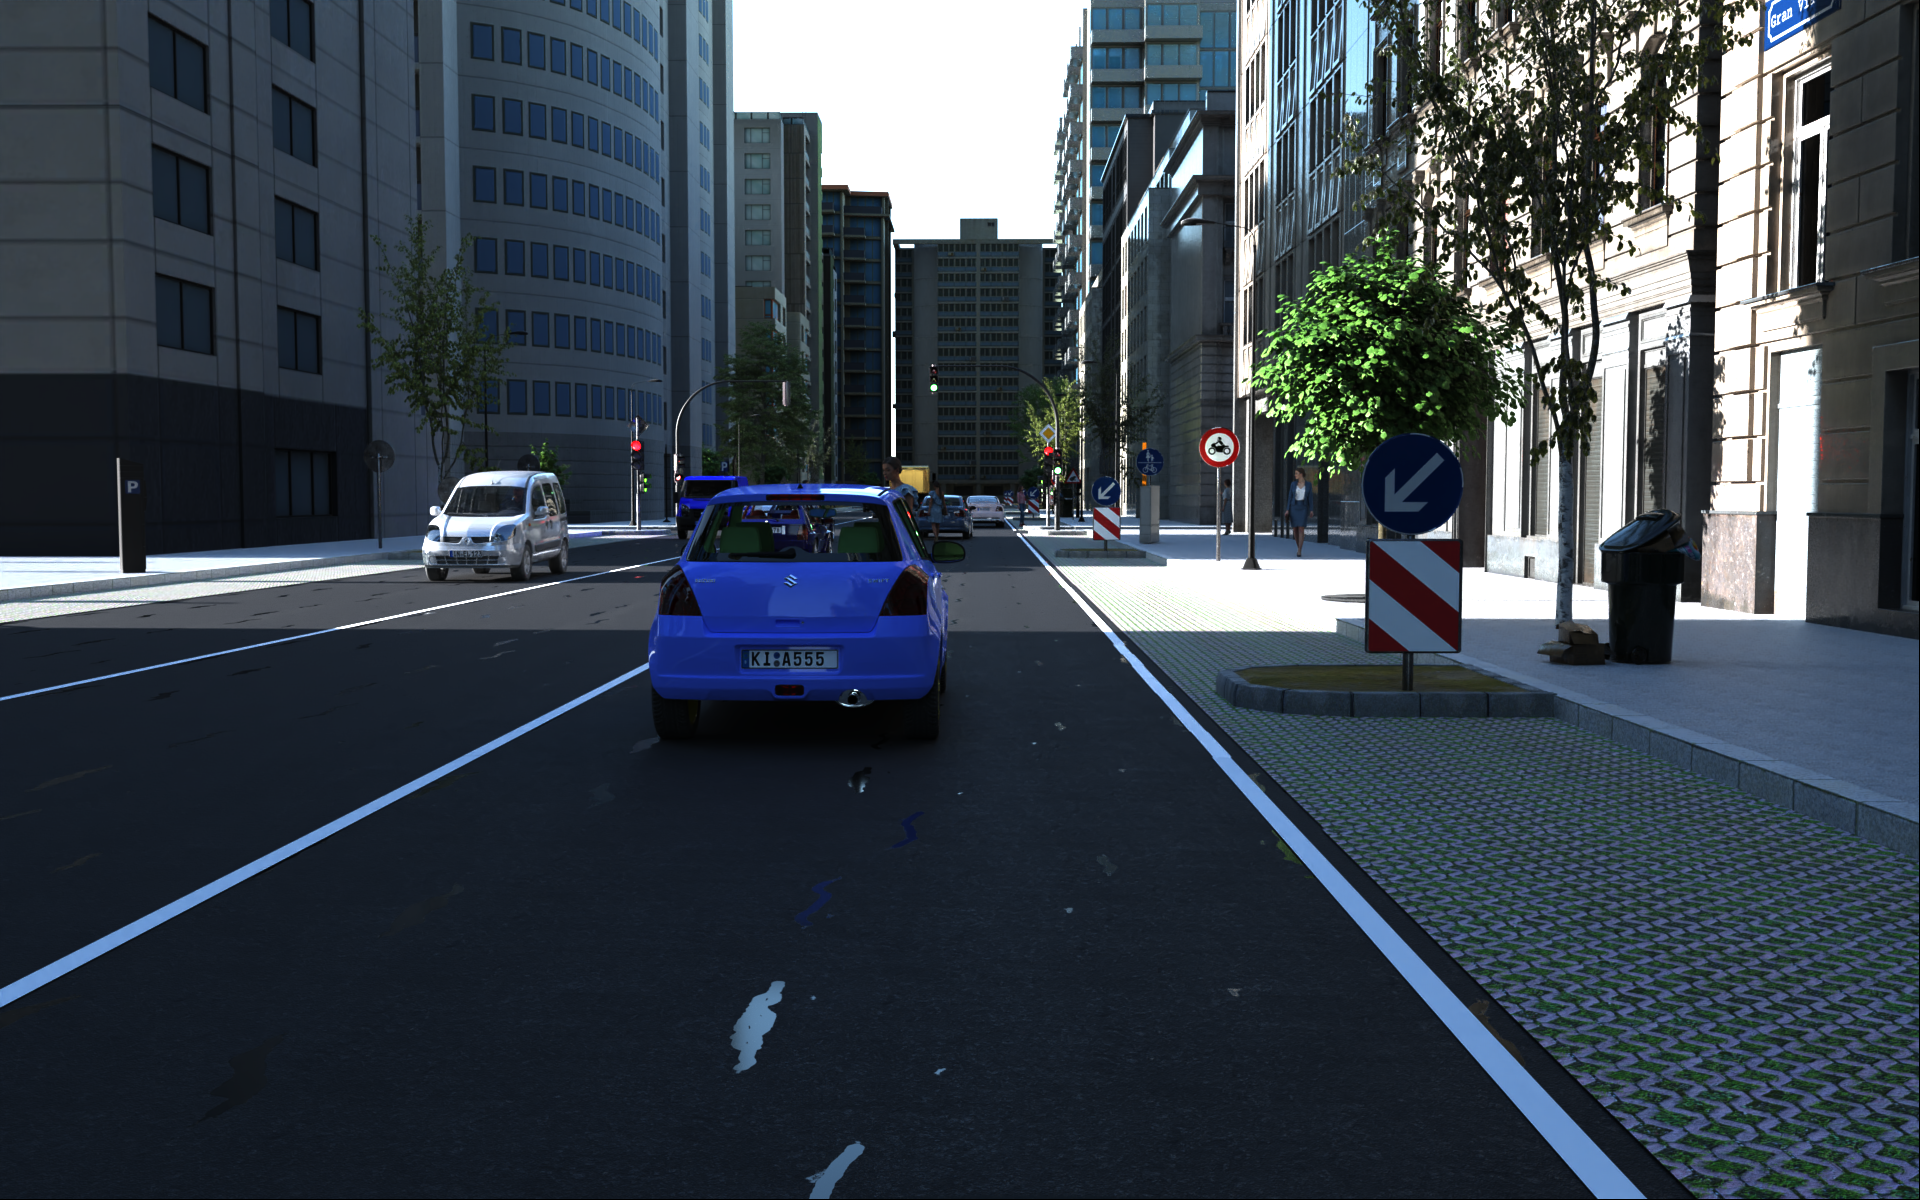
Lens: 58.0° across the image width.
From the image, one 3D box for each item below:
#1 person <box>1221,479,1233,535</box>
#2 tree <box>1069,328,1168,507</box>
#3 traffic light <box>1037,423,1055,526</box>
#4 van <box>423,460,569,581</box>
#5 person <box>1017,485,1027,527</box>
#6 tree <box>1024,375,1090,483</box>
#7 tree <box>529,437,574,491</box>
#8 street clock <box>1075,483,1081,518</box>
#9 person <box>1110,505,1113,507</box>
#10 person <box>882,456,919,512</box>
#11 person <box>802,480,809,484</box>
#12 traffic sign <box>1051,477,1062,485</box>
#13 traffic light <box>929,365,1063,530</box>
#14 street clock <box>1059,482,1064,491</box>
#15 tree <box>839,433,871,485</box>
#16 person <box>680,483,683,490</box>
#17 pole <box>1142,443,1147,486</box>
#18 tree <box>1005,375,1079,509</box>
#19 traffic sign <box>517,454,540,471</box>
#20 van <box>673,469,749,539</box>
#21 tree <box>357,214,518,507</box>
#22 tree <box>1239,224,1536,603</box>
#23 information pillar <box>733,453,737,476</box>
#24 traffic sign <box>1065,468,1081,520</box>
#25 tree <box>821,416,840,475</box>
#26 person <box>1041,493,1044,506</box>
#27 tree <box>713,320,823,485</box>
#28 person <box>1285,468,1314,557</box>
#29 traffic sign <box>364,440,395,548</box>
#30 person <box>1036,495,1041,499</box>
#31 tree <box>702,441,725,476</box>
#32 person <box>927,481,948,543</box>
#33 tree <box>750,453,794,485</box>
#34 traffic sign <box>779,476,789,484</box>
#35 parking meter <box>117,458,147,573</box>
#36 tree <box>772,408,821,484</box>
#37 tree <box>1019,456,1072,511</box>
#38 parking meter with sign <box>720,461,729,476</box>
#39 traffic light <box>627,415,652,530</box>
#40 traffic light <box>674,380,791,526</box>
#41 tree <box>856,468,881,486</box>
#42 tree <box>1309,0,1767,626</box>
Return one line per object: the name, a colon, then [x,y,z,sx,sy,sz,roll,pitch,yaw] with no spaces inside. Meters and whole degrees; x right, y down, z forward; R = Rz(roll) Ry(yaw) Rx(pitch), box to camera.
person: [8.279,-2.908,54.154,0.524,1.755,0.480,2,4,30]
tree: [6.659,-7.684,76.003,4.360,8.622,3.978,0,3,0]
traffic light: [3.505,-4.901,69.059,0.839,4.253,0.868,0,4,1]
van: [-7.963,-1.401,29.924,2.013,2.044,4.112,0,4,0]
person: [2.691,-4.105,75.633,0.388,1.821,0.555,2,4,28]
tree: [6.086,-9.544,106.412,4.737,8.622,4.395,0,3,0]
tree: [-13.921,-3.926,58.790,1.663,3.219,1.824,0,3,0]
street clock: [6.389,-5.462,93.871,0.358,2.002,0.471,0,4,-6]
person: [9.562,-6.169,109.494,0.523,1.515,0.503,0,4,-1]
person: [-0.649,-0.549,17.570,0.778,1.811,0.616,-2,4,-24]
person: [-4.388,-2.447,48.613,0.679,1.850,0.850,0,4,0]
traffic sign: [6.152,-6.725,110.053,0.768,2.556,0.104,0,4,1]
traffic light: [1.311,-5.278,60.959,4.771,5.953,1.251,0,4,1]
street clock: [5.893,-5.904,101.096,0.358,2.002,0.471,-1,4,-11]
tree: [-12.484,-15.814,208.914,4.737,8.622,4.395,0,3,0]
person: [-13.656,-4.818,84.994,0.511,1.800,0.466,-2,4,-24]
pole: [7.316,-4.574,68.632,0.158,3.312,0.155,0,3,0]
tree: [7.554,-13.765,150.805,9.928,11.665,9.643,0,3,0]
traffic sign: [-13.787,-3.380,55.374,0.768,2.556,0.104,0,4,7]
van: [-8.100,-3.232,57.225,2.240,2.365,5.245,0,4,0]
tree: [-13.653,-5.818,45.494,4.737,8.622,4.395,0,3,0]
tree: [5.049,-2.276,20.927,4.285,4.588,4.351,0,3,0]
information pillar: [-12.793,-6.548,98.421,0.183,3.616,0.504,1,4,12]
traffic sign: [5.625,-5.260,86.009,0.884,2.594,0.081,1,4,9]
tree: [-12.317,-11.857,144.228,4.360,8.622,3.978,0,3,0]
person: [9.165,-11.160,189.188,0.721,1.739,1.217,2,4,29]
tree: [-12.628,-11.945,113.424,7.486,12.596,7.792,0,3,0]
person: [7.012,-1.808,35.635,0.581,1.822,0.654,2,4,32]
traffic sign: [-13.706,-2.494,40.877,0.768,2.556,0.104,0,4,7]
person: [9.575,-12.741,213.989,0.705,1.869,1.348,-2,4,-30]
tree: [-15.609,-7.341,103.743,4.285,4.588,4.351,0,3,0]
person: [-0.645,-2.536,50.052,0.616,1.811,0.778,-1,4,-10]
tree: [-13.813,-8.733,126.495,4.285,4.588,4.351,0,3,0]
traffic sign: [-12.566,-7.565,123.692,0.884,2.594,0.081,0,4,1]
parking meter: [-13.472,-1.376,28.205,0.399,1.863,0.255,-3,4,-36]
tree: [-13.725,-11.510,138.557,4.360,8.622,3.978,0,3,0]
tree: [6.935,-8.938,129.854,4.285,4.588,4.351,0,3,0]
parking meter with sign: [-13.010,-5.846,91.847,0.543,3.016,1.738,2,4,34]
traffic light: [-11.357,-4.423,61.245,0.839,4.253,0.868,0,4,1]
traffic light: [-9.163,-5.784,69.238,4.771,5.953,1.251,0,4,1]
tree: [-11.567,-14.272,217.057,4.285,4.588,4.351,0,3,0]
tree: [5.632,-4.049,16.564,4.360,8.622,3.978,0,3,0]
